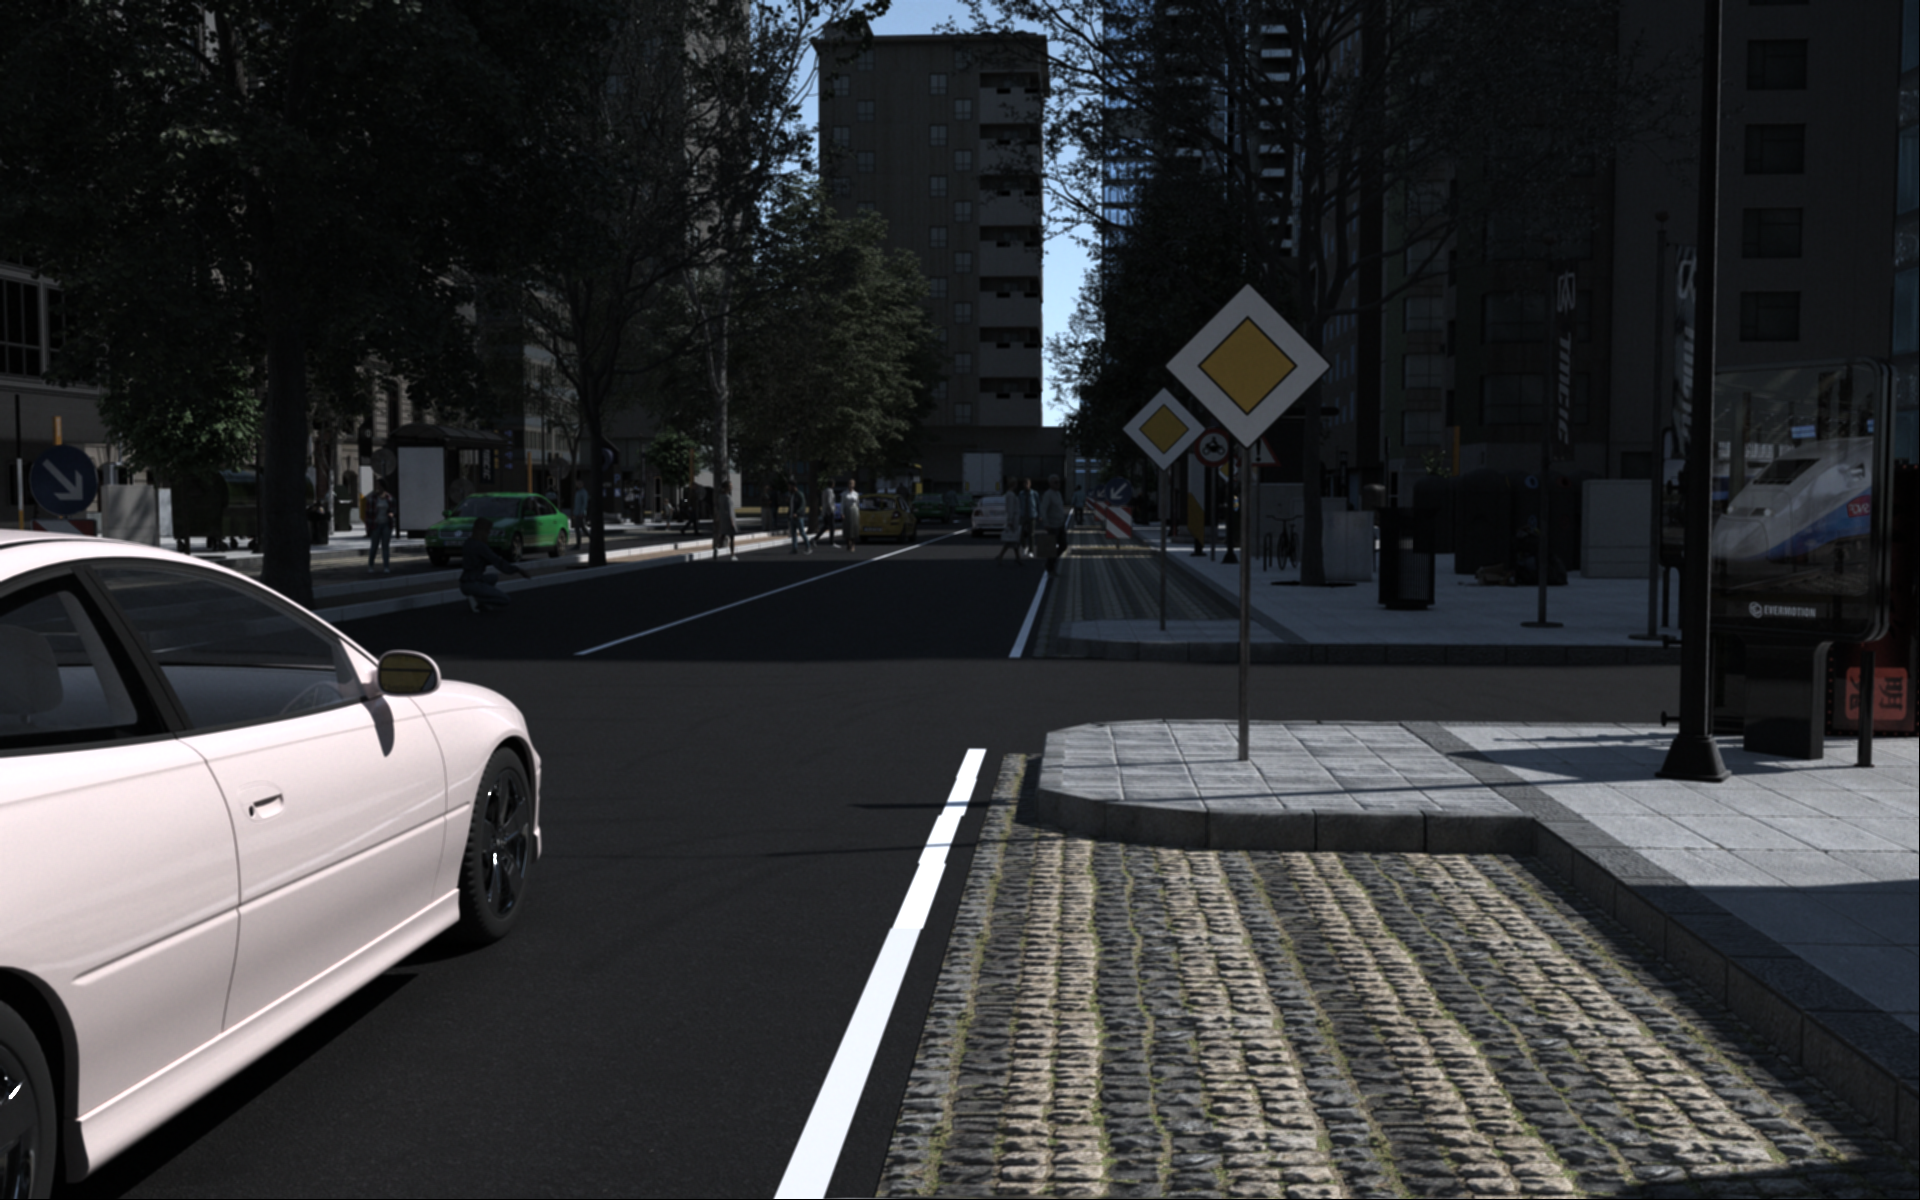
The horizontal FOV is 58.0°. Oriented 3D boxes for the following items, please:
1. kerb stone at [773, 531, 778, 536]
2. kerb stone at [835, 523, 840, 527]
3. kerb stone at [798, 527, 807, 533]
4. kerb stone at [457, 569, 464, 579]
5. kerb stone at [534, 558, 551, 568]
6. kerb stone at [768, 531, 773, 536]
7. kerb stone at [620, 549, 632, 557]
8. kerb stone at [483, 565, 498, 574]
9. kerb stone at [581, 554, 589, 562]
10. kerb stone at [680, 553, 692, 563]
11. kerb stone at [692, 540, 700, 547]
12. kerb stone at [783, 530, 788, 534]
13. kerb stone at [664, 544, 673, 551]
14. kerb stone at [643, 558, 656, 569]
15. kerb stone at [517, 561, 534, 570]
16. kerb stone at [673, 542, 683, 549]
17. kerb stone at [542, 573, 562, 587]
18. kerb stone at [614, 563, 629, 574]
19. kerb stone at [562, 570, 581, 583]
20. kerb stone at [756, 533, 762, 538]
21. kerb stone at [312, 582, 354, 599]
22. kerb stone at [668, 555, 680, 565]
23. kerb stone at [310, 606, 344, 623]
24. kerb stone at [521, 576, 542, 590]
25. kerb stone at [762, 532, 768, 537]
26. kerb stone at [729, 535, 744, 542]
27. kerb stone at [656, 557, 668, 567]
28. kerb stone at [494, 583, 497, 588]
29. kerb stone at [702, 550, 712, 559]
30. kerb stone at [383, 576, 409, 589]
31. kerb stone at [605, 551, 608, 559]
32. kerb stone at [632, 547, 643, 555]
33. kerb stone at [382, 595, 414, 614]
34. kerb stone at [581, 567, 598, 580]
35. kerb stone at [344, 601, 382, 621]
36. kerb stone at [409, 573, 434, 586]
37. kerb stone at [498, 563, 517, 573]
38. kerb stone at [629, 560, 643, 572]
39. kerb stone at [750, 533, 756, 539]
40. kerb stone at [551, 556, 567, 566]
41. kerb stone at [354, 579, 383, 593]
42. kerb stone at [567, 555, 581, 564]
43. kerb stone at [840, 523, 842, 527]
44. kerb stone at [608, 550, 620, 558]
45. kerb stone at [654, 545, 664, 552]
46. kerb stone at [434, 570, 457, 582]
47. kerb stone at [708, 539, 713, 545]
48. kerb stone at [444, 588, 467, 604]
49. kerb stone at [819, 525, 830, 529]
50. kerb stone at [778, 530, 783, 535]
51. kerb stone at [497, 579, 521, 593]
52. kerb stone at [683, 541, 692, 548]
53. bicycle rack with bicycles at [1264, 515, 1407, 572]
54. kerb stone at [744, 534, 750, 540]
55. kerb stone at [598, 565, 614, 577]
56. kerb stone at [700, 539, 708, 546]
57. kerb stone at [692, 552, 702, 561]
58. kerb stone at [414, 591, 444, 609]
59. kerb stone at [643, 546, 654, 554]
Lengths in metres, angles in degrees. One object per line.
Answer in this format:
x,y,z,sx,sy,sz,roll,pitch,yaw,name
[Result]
-6.422,-2.255,59.062,0.120,0.150,1.000,0,4,4,kerb stone
-5.377,-3.193,74.394,0.120,0.150,1.000,0,4,4,kerb stone
-6.010,-2.629,65.187,0.120,0.150,1.000,0,4,4,kerb stone
-8.447,-0.441,29.405,0.120,0.150,1.000,0,4,4,kerb stone
-8.172,-0.691,33.500,0.120,0.150,1.000,0,4,4,kerb stone
-6.496,-2.192,58.034,0.120,0.150,1.000,0,4,4,kerb stone
-7.756,-1.067,39.637,0.120,0.150,1.000,0,4,4,kerb stone
-8.381,-0.504,30.429,0.120,0.150,1.000,0,4,4,kerb stone
-7.964,-0.879,36.571,0.120,0.150,1.000,0,4,4,kerb stone
-5.864,-0.868,36.391,0.120,0.150,1.000,0,4,4,kerb stone
-7.271,-1.499,46.806,0.120,0.150,1.000,0,4,4,kerb stone
-6.290,-2.378,61.103,0.120,0.150,1.000,0,4,4,kerb stone
-7.475,-1.315,43.728,0.120,0.150,1.000,0,4,4,kerb stone
-6.080,-0.680,33.320,0.120,0.150,1.000,0,4,4,kerb stone
-8.248,-0.620,32.476,0.120,0.150,1.000,0,4,4,kerb stone
-7.405,-1.380,44.750,0.120,0.150,1.000,0,4,4,kerb stone
-6.495,-0.305,27.181,0.120,0.150,1.000,0,4,4,kerb stone
-6.217,-0.555,31.277,0.120,0.150,1.000,0,4,4,kerb stone
-6.424,-0.368,28.204,0.120,0.150,1.000,0,4,4,kerb stone
-6.636,-2.067,55.988,0.120,0.150,1.000,0,4,4,kerb stone
-8.798,-0.128,24.288,0.120,0.150,1.000,0,4,4,kerb stone
-5.938,-0.806,35.368,0.120,0.150,1.000,0,4,4,kerb stone
-7.059,0.195,19.004,0.120,0.150,1.000,0,4,4,kerb stone
-6.568,-0.240,26.162,0.120,0.150,1.000,0,4,4,kerb stone
-6.564,-2.130,57.013,0.120,0.150,1.000,0,4,4,kerb stone
-6.847,-1.880,52.929,0.120,0.150,1.000,0,4,4,kerb stone
-6.013,-0.743,34.340,0.120,0.150,1.000,0,4,4,kerb stone
-6.712,-0.116,24.116,0.120,0.150,1.000,0,4,4,kerb stone
-5.726,-0.993,38.437,0.120,0.150,1.000,0,4,4,kerb stone
-8.665,-0.248,26.333,0.120,0.150,1.000,0,4,4,kerb stone
-7.900,-0.942,37.598,0.120,0.150,1.000,0,4,4,kerb stone
-7.679,-1.129,40.657,0.120,0.150,1.000,0,4,4,kerb stone
-6.918,0.074,21.051,0.120,0.150,1.000,0,4,4,kerb stone
-6.354,-0.430,29.232,0.120,0.150,1.000,0,4,4,kerb stone
-6.977,0.133,20.024,0.120,0.150,1.000,0,4,4,kerb stone
-8.589,-0.316,27.354,0.120,0.150,1.000,0,4,4,kerb stone
-8.311,-0.566,31.455,0.120,0.150,1.000,0,4,4,kerb stone
-6.149,-0.618,32.300,0.120,0.150,1.000,0,4,4,kerb stone
-6.705,-2.004,54.968,0.120,0.150,1.000,0,4,4,kerb stone
-8.096,-0.754,34.528,0.120,0.150,1.000,0,4,4,kerb stone
-8.729,-0.191,25.311,0.120,0.150,1.000,0,4,4,kerb stone
-8.036,-0.816,35.548,0.120,0.150,1.000,0,4,4,kerb stone
-5.310,-3.253,75.414,0.120,0.150,1.000,0,4,4,kerb stone
-7.820,-1.004,38.617,0.120,0.150,1.000,0,4,4,kerb stone
-7.547,-1.255,42.707,0.120,0.150,1.000,0,4,4,kerb stone
-8.523,-0.378,28.381,0.120,0.150,1.000,0,4,4,kerb stone
-7.128,-1.626,48.846,0.120,0.150,1.000,0,4,4,kerb stone
-6.774,-0.055,23.096,0.120,0.150,1.000,0,4,4,kerb stone
-5.590,-3.003,71.316,0.120,0.150,1.000,0,4,4,kerb stone
-6.360,-2.315,60.083,0.120,0.150,1.000,0,4,4,kerb stone
-6.633,-0.179,25.140,0.120,0.150,1.000,0,4,4,kerb stone
-7.332,-1.438,45.775,0.120,0.150,1.000,0,4,4,kerb stone
6.299,-0.991,29.584,2.852,0.926,2.925,1,4,14,bicycle rack with bicycles
-6.780,-1.942,53.949,0.120,0.150,1.000,0,4,4,kerb stone
-6.289,-0.493,30.257,0.120,0.150,1.000,0,4,4,kerb stone
-7.195,-1.567,47.825,0.120,0.150,1.000,0,4,4,kerb stone
-5.801,-0.931,37.412,0.120,0.150,1.000,0,4,4,kerb stone
-6.846,0.008,22.071,0.120,0.150,1.000,0,4,4,kerb stone
-7.608,-1.191,41.686,0.120,0.150,1.000,0,4,4,kerb stone
